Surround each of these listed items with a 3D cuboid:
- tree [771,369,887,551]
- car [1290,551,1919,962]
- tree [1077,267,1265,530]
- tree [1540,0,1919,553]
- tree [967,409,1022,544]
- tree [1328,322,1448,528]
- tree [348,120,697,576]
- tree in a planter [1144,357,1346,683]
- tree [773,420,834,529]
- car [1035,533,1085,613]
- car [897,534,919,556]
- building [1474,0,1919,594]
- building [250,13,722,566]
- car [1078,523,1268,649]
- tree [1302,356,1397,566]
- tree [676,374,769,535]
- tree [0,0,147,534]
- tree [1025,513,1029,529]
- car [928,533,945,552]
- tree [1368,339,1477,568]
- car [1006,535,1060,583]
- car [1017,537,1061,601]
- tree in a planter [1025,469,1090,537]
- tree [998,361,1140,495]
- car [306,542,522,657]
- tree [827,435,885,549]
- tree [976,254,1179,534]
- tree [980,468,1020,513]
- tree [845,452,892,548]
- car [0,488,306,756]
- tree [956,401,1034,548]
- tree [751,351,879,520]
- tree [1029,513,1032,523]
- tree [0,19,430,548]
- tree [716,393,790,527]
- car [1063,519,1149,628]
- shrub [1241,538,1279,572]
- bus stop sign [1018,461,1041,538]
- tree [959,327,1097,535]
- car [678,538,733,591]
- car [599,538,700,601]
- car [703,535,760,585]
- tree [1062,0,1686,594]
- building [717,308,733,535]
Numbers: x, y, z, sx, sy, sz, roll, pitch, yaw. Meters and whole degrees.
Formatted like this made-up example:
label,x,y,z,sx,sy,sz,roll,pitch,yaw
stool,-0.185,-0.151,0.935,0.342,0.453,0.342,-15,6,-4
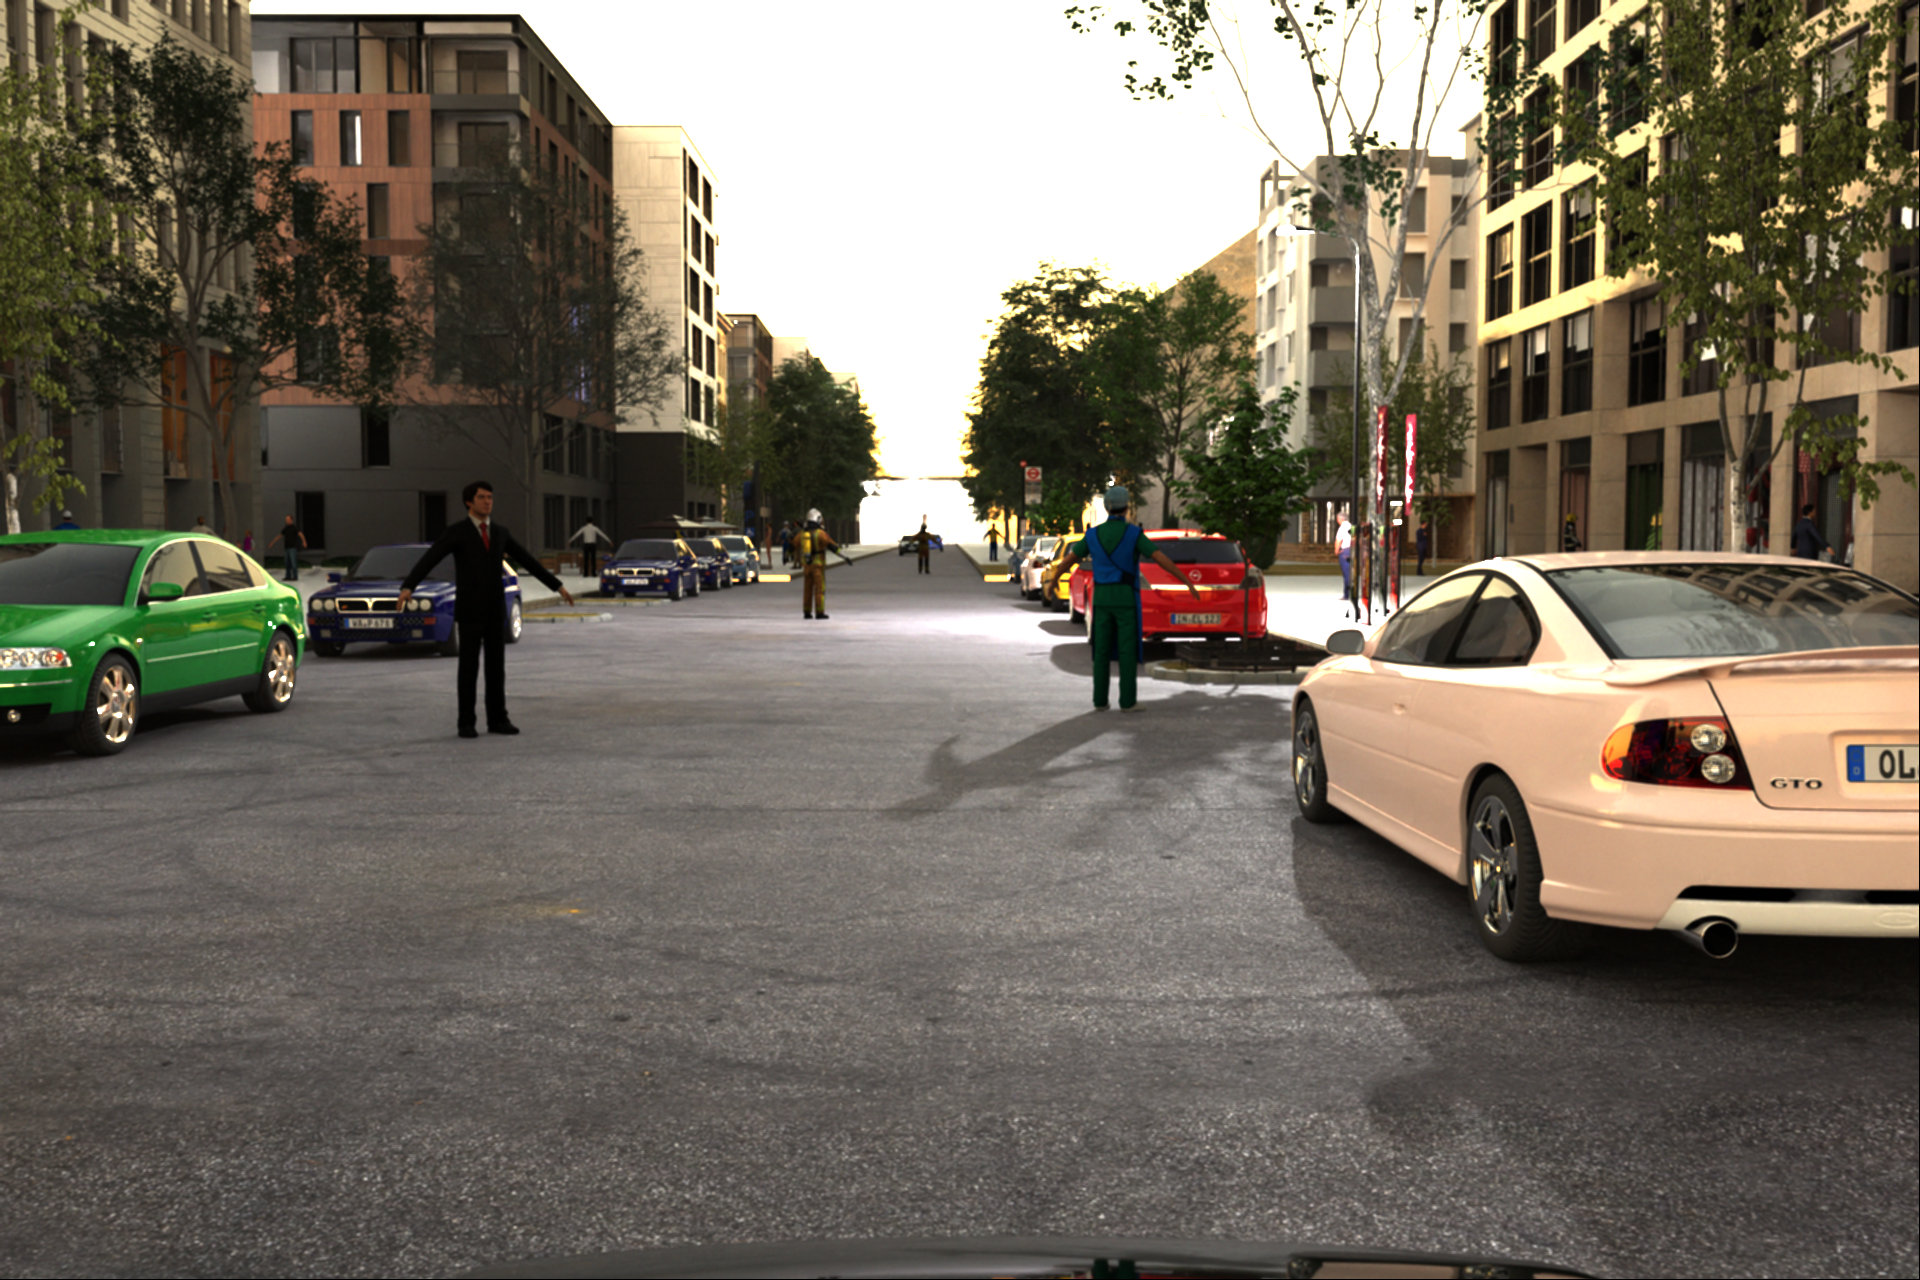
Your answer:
label,x,y,z,sx,sy,sz,roll,pitch,yaw
tree,-10.107,-13.689,130.477,9.857,13.997,8.962,0,3,0
car,2.678,0.316,7.201,2.083,1.381,4.827,0,4,-2
tree,8.121,-8.645,67.094,9.928,11.665,9.643,0,3,0
tree,8.163,-4.132,17.927,4.737,8.622,4.395,0,3,0
tree,4.584,-12.590,131.604,9.928,11.665,9.643,0,3,0
tree,14.349,-6.546,57.397,4.737,8.622,4.395,0,3,0
tree,-13.148,-8.694,52.520,12.009,13.543,11.850,0,3,0
tree in a planter,2.921,-1.246,17.595,1.991,3.239,1.994,0,4,-1
tree,-10.028,-9.856,111.502,4.360,8.622,3.978,0,3,0
car,2.482,-1.395,33.026,2.015,1.641,3.980,0,4,-1
car,-3.206,-6.491,115.914,2.009,1.686,4.222,0,4,-1
building,27.658,-14.673,43.097,19.350,26.588,34.151,0,3,0
building,-27.817,-14.721,84.671,27.936,21.610,32.646,0,4,0
car,2.556,-0.737,21.092,2.155,1.783,4.494,0,4,-1
tree,16.025,-7.327,70.164,4.737,8.622,4.395,0,3,0
tree,-10.678,-7.848,78.680,4.737,8.622,4.395,0,3,0
tree,-12.418,-4.395,22.217,4.737,8.622,4.395,0,3,0
tree,9.743,-17.941,243.696,4.737,8.622,4.395,0,3,0
car,-2.210,-8.025,140.799,1.945,1.707,3.694,0,4,-1
tree,17.558,-6.983,64.531,4.737,8.622,4.395,0,3,0
car,2.399,-2.417,51.518,2.014,1.417,4.499,0,4,-2
car,2.342,-1.610,38.692,2.083,1.381,4.827,0,4,0
tree in a planter,2.698,-3.111,48.080,1.991,3.239,1.994,0,4,-1
tree,5.475,-9.511,89.915,8.767,10.594,7.601,0,4,7
car,-6.676,-0.543,21.464,1.945,1.354,3.894,0,3,0
tree,-10.259,-13.583,147.833,9.928,11.665,9.643,0,3,0
tree,5.246,-10.459,77.662,9.857,13.997,8.962,0,3,0
tree,5.064,-13.344,143.923,9.928,11.665,9.643,0,3,0
tree,-10.447,-13.722,158.765,8.767,10.594,7.601,0,4,-2
car,-6.336,-0.231,12.580,1.959,1.807,4.718,0,4,0
tree,4.233,-15.425,158.846,9.857,13.997,8.962,0,3,0
tree,-10.102,-13.055,120.096,9.857,13.997,8.962,0,3,0
tree,4.857,-10.478,121.672,4.360,8.622,3.978,0,3,0
tree,-13.516,-5.947,31.641,7.601,10.594,8.767,2,4,33
tree,-10.769,-8.594,90.872,4.737,8.622,4.395,0,3,0
car,2.693,-1.074,26.608,2.155,1.783,4.494,0,4,-1
shrub,9.564,-3.209,56.502,1.661,2.075,1.752,0,3,0
bus stop sign,2.519,-4.535,62.854,0.855,3.939,0.416,0,4,-1
tree,4.799,-12.120,104.817,9.857,13.997,8.962,0,3,0
car,-6.949,-1.980,44.954,1.945,1.354,3.894,0,4,0
car,-6.864,-1.584,38.475,1.945,1.354,3.894,0,3,0
car,-6.814,-2.326,50.038,2.014,1.417,4.499,0,3,0
tree,8.449,-10.964,35.144,12.611,20.169,13.585,0,3,0
building,-25.966,-17.473,116.605,19.493,23.208,18.063,0,4,-1
